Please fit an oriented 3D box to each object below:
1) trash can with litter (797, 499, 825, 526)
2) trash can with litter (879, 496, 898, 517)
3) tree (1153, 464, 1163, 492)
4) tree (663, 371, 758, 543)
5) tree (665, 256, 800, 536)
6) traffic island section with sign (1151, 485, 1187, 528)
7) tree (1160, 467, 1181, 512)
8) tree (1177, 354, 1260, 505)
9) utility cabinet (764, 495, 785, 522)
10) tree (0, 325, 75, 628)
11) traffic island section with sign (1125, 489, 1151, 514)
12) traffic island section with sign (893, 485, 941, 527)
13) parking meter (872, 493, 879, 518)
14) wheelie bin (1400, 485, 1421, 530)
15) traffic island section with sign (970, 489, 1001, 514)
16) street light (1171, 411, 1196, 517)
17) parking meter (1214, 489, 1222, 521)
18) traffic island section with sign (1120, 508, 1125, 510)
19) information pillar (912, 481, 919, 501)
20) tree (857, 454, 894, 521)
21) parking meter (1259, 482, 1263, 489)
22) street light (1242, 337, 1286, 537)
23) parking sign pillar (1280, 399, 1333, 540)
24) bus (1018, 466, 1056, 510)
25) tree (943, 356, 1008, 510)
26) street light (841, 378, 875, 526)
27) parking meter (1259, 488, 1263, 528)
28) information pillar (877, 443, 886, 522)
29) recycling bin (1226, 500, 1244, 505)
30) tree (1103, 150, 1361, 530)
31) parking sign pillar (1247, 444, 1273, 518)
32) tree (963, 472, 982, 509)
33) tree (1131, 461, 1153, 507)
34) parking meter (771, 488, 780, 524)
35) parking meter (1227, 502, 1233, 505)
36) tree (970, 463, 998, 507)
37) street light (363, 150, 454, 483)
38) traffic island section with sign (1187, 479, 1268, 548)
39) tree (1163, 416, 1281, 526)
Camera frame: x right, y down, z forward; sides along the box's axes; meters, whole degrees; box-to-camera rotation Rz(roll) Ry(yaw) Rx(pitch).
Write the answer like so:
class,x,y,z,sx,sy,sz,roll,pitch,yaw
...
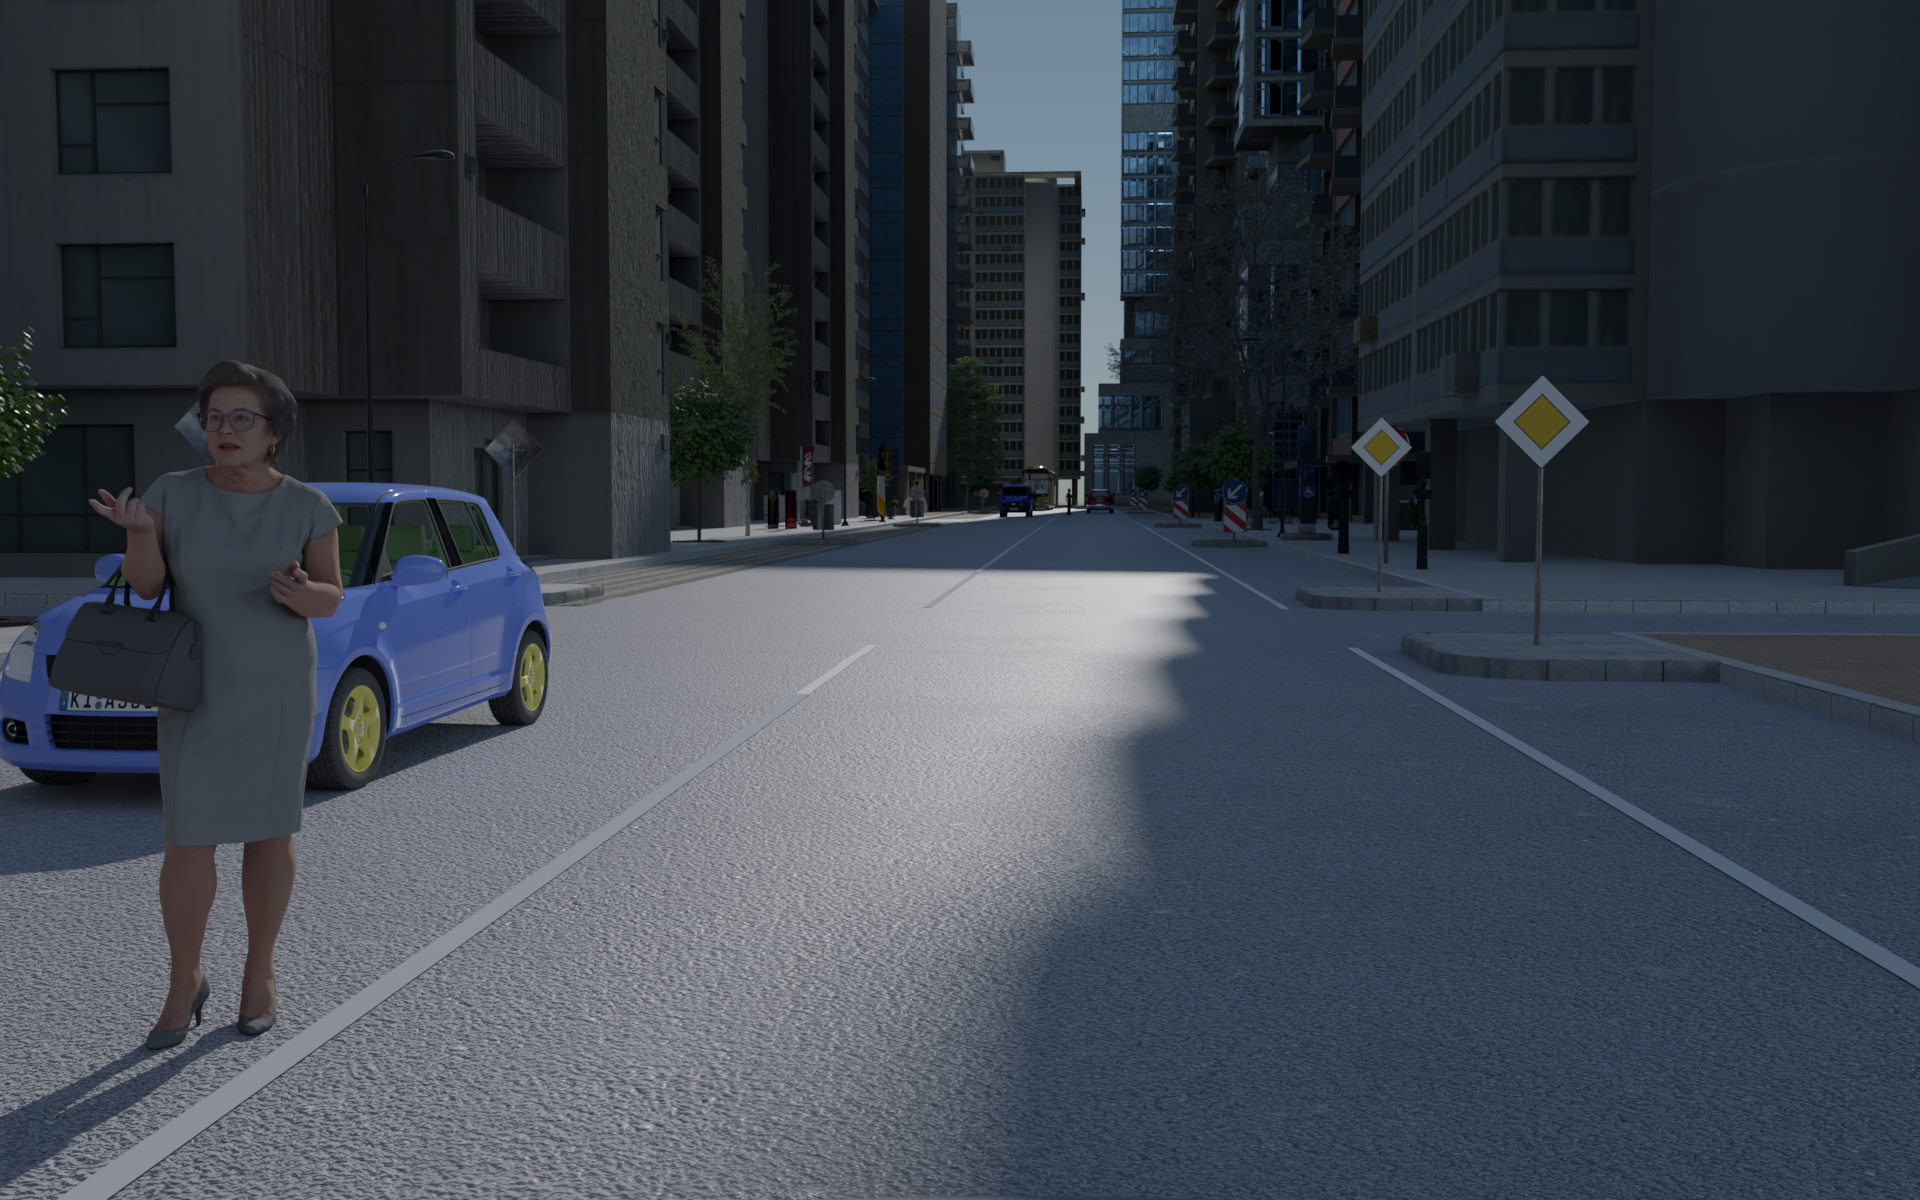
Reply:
class,x,y,z,sx,sy,sz,roll,pitch,yaw
trash can with litter,-5.936,-3.535,69.181,1.055,1.170,0.624,-3,4,-38
trash can with litter,-4.005,-5.154,95.659,1.055,1.170,0.624,-2,4,-26
tree,12.955,-6.759,94.230,4.285,4.588,4.351,0,3,0
tree,-7.074,-3.828,46.300,4.285,4.588,4.351,0,3,0
tree,-6.704,-6.259,52.704,4.737,8.622,4.395,0,3,0
traffic island section with sign,9.365,-4.037,74.637,1.989,1.847,2.006,0,4,4
tree,15.050,-7.850,122.949,1.663,3.219,1.824,0,3,0
tree,13.093,-8.315,86.316,4.360,8.622,3.978,0,3,0
utility cabinet,-8.444,-4.158,79.146,1.020,1.237,0.306,-1,4,-14
tree,-9.698,-1.362,16.872,1.663,3.219,1.824,0,3,0
traffic island section with sign,13.099,-7.127,125.154,1.989,1.847,2.006,0,4,4
traffic island section with sign,-1.848,-4.110,75.821,1.989,1.847,2.006,0,4,4
parking meter,-4.613,-5.425,94.415,0.255,1.863,0.399,1,4,16
wheelie bin,15.855,-3.265,61.291,0.693,1.594,0.980,-3,5,-39
traffic island section with sign,1.798,-7.116,124.969,1.989,1.847,2.006,0,4,4
street light,12.521,-7.616,97.066,1.470,5.913,1.316,0,4,4
parking meter,12.098,-4.448,81.129,0.372,1.533,0.369,0,3,0
traffic island section with sign,15.138,-8.798,152.467,1.989,1.847,2.006,0,4,4
information pillar,-2.412,-5.532,94.939,0.304,2.012,0.304,-2,4,-23
tree,-4.227,-5.419,83.199,1.663,3.219,1.824,0,3,0
parking meter,14.138,-4.642,81.605,0.255,1.863,0.399,0,4,2
street light,9.033,-4.818,51.322,1.470,5.913,1.316,0,4,4
parking sign pillar,9.719,-3.670,48.470,1.447,3.967,1.447,0,4,7
bus,7.009,-9.962,154.424,2.896,3.916,12.252,0,4,6
tree,0.289,-13.736,142.711,7.486,12.596,7.792,0,3,0
street light,-4.076,-5.920,69.338,1.470,5.913,1.316,0,4,4
parking meter,11.173,-3.457,64.926,0.372,1.533,0.369,0,3,0
information pillar,-3.576,-5.343,78.716,0.183,3.616,0.504,2,4,34
recycling bin,12.725,-4.136,80.182,0.722,1.027,0.722,0,4,-3
tree,10.584,-9.247,61.557,12.009,13.543,11.850,0,3,0
parking sign pillar,16.305,-6.466,94.193,1.447,3.967,1.447,2,4,24
tree,0.931,-9.435,148.860,1.663,3.219,1.824,0,3,0
tree,18.588,-11.455,171.006,4.285,4.588,4.351,0,3,0
parking meter,-7.937,-4.033,74.344,0.372,1.533,0.369,0,3,0
parking meter,10.220,-3.473,65.200,0.372,1.533,0.369,0,3,0
tree,2.281,-11.763,176.042,4.285,4.588,4.351,0,3,0
street light,-7.527,-3.122,23.591,1.470,5.913,1.316,0,4,4
traffic island section with sign,7.344,-2.371,47.390,1.989,1.847,2.006,0,4,4
tree,11.505,-5.343,71.078,4.285,4.588,4.351,0,3,0
